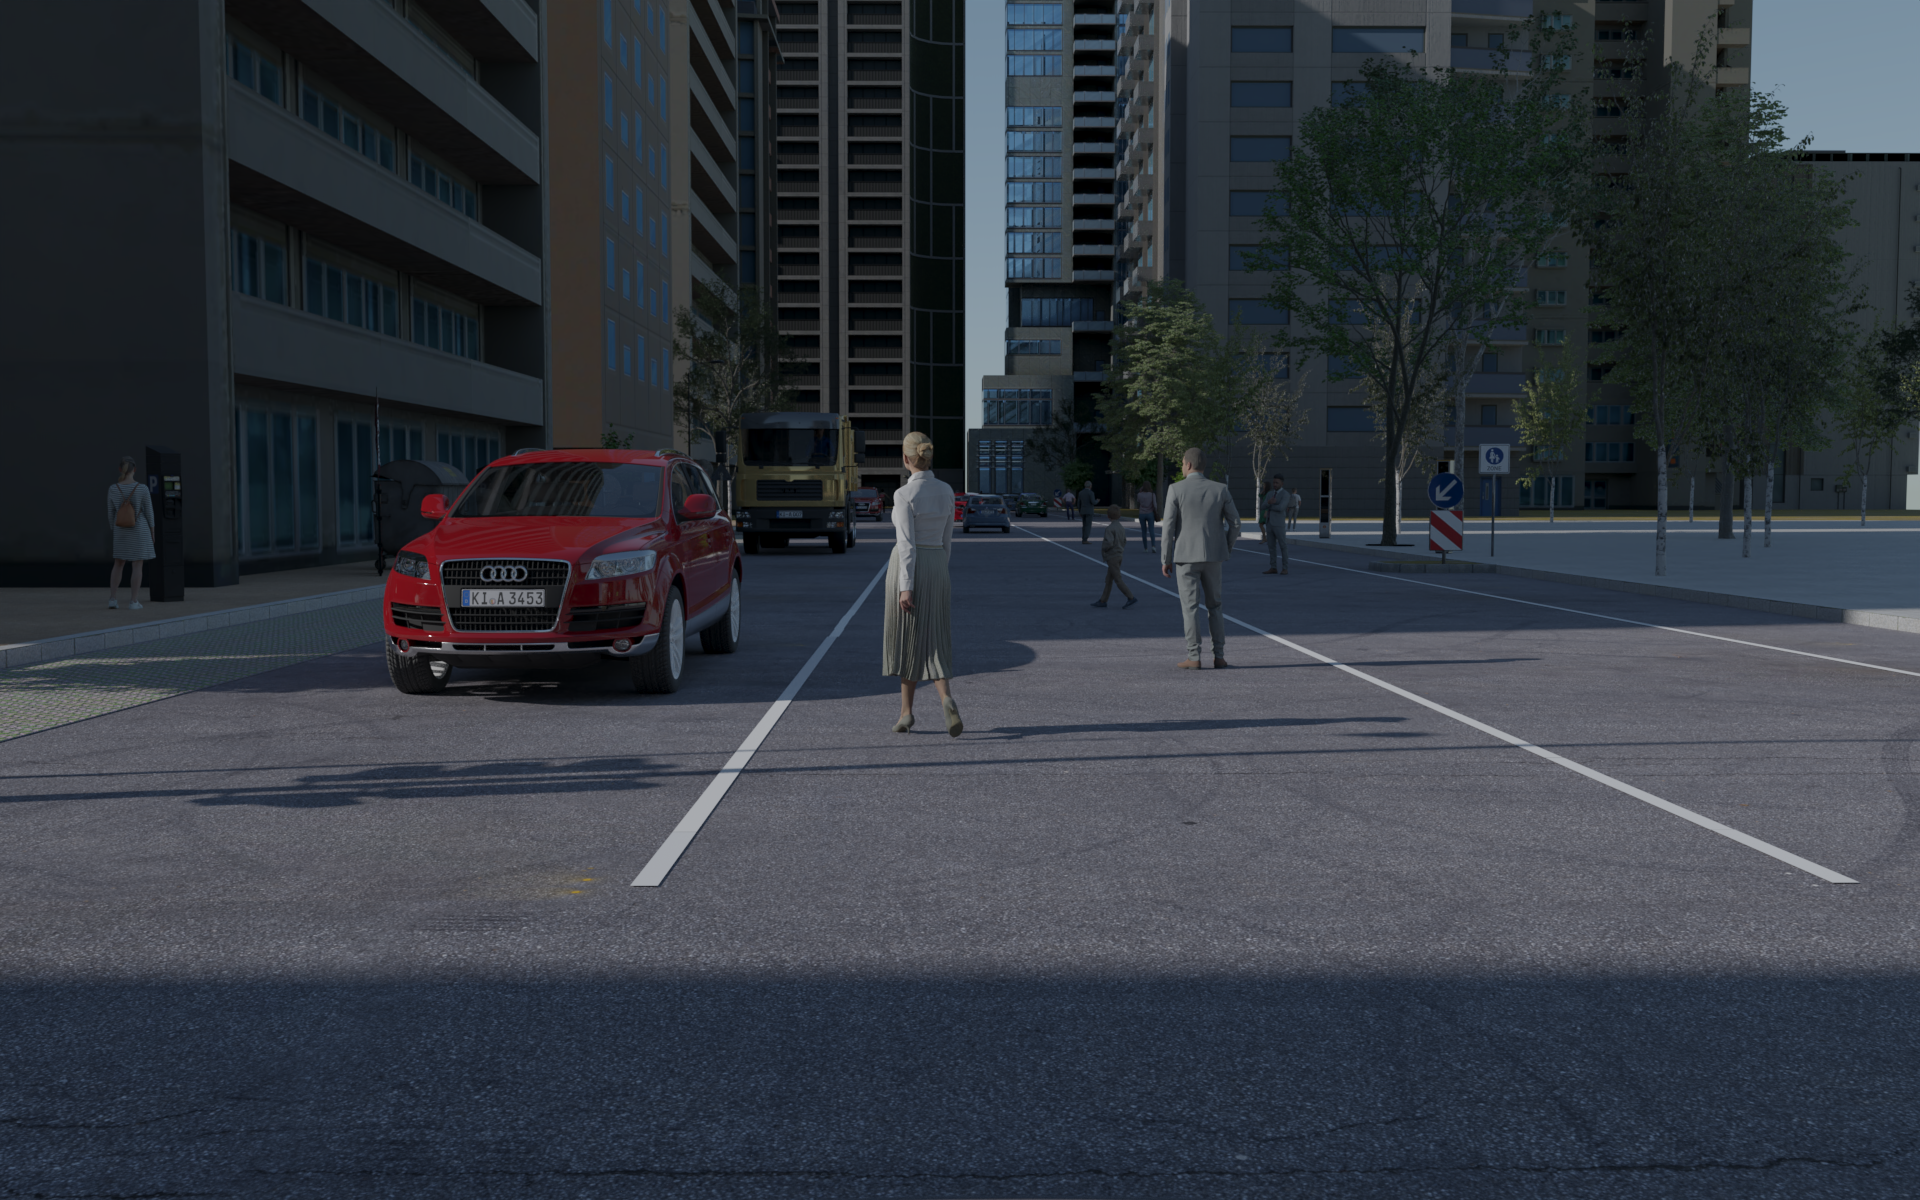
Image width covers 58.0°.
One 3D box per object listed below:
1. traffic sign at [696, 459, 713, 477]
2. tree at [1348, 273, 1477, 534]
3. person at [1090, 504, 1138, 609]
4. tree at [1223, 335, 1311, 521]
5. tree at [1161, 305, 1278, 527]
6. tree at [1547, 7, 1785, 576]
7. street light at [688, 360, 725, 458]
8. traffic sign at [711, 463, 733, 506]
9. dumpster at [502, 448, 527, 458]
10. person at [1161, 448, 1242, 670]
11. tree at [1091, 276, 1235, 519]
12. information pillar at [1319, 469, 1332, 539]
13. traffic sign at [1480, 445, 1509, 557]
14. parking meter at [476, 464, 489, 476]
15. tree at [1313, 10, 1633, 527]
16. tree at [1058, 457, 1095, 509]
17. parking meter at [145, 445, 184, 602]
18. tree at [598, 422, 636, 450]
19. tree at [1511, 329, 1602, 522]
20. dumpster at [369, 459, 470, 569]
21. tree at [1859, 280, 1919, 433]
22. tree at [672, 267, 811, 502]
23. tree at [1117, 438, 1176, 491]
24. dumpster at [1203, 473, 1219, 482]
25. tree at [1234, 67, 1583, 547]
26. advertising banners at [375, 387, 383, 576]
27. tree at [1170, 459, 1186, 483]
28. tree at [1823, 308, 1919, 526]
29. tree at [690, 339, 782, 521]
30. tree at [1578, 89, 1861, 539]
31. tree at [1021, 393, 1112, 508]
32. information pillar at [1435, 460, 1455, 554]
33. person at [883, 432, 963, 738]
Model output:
[{"bbox_3d":[-9.387,-3.857,63.173,0.768,2.556,0.104,0,4,1],"label":"traffic sign"},{"bbox_3d":[14.230,-6.440,55.657,4.360,8.622,3.978,0,3,0],"label":"tree"},{"bbox_3d":[1.921,-0.541,21.622,0.640,1.303,0.475,1,4,19],"label":"person"},{"bbox_3d":[14.242,-8.002,81.188,4.360,8.622,3.978,0,3,0],"label":"tree"},{"bbox_3d":[10.083,-7.132,66.963,4.737,8.622,4.395,0,3,0],"label":"tree"},{"bbox_3d":[11.149,-4.672,26.756,4.360,8.622,3.978,0,3,0],"label":"tree"},{"bbox_3d":[-8.857,-5.358,60.141,1.470,5.913,1.316,0,4,-1],"label":"street light"},{"bbox_3d":[-9.346,-4.155,67.933,0.884,2.594,0.081,0,4,7],"label":"traffic sign"},{"bbox_3d":[-9.276,-2.086,36.593,1.502,2.255,1.985,0,4,-1],"label":"dumpster"},{"bbox_3d":[1.964,-0.343,14.202,0.635,1.810,0.391,-1,4,-18],"label":"person"},{"bbox_3d":[10.884,-10.543,90.502,7.486,12.596,7.792,0,3,0],"label":"tree"},{"bbox_3d":[10.568,-2.787,50.062,0.304,2.012,0.304,1,4,21],"label":"information pillar"},{"bbox_3d":[10.912,-2.037,35.436,0.606,2.300,0.079,0,4,7],"label":"traffic sign"},{"bbox_3d":[-9.226,-1.720,33.830,0.399,1.863,0.255,2,4,30],"label":"parking meter"},{"bbox_3d":[20.969,-12.908,66.943,12.611,20.169,13.585,0,3,0],"label":"tree"},{"bbox_3d":[10.277,-10.340,152.771,4.285,4.588,4.351,0,3,0],"label":"tree"},{"bbox_3d":[-9.479,-0.914,20.658,0.399,1.863,0.255,3,4,36],"label":"parking meter"},{"bbox_3d":[-9.406,-3.188,46.727,1.663,3.219,1.824,0,3,0],"label":"tree"},{"bbox_3d":[26.879,-7.833,78.426,4.737,8.622,4.395,0,3,0],"label":"tree"},{"bbox_3d":[-9.289,-1.473,29.842,1.264,1.857,1.865,0,4,-1],"label":"dumpster"},{"bbox_3d":[32.280,-7.334,54.317,8.767,10.594,7.601,-1,4,-13],"label":"tree"},{"bbox_3d":[-10.170,-8.416,72.015,8.767,10.594,7.601,0,4,3],"label":"tree"},{"bbox_3d":[10.747,-7.093,99.685,4.285,4.588,4.351,0,3,0],"label":"tree"},{"bbox_3d":[10.355,-4.441,75.100,1.502,2.255,1.985,0,4,-1],"label":"dumpster"},{"bbox_3d":[10.759,-7.132,42.358,9.928,11.665,9.643,0,3,0],"label":"tree"},{"bbox_3d":[-9.328,-1.933,27.789,0.090,3.025,2.074,-1,4,-18],"label":"advertising banners"},{"bbox_3d":[10.843,-5.386,82.661,1.663,3.219,1.824,0,3,0],"label":"tree"},{"bbox_3d":[36.572,-7.293,69.600,4.737,8.622,4.395,0,3,0],"label":"tree"},{"bbox_3d":[-10.281,-7.848,78.678,4.360,8.622,3.978,0,3,0],"label":"tree"},{"bbox_3d":[21.654,-8.040,49.584,7.486,12.596,7.792,0,3,0],"label":"tree"},{"bbox_3d":[9.802,-13.801,160.054,8.767,10.594,7.601,0,4,3],"label":"tree"},{"bbox_3d":[10.460,-2.011,37.375,0.304,2.012,0.304,2,4,33],"label":"information pillar"},{"bbox_3d":[-0.194,-0.092,10.227,0.478,1.798,0.641,-2,4,-29],"label":"person"}]
